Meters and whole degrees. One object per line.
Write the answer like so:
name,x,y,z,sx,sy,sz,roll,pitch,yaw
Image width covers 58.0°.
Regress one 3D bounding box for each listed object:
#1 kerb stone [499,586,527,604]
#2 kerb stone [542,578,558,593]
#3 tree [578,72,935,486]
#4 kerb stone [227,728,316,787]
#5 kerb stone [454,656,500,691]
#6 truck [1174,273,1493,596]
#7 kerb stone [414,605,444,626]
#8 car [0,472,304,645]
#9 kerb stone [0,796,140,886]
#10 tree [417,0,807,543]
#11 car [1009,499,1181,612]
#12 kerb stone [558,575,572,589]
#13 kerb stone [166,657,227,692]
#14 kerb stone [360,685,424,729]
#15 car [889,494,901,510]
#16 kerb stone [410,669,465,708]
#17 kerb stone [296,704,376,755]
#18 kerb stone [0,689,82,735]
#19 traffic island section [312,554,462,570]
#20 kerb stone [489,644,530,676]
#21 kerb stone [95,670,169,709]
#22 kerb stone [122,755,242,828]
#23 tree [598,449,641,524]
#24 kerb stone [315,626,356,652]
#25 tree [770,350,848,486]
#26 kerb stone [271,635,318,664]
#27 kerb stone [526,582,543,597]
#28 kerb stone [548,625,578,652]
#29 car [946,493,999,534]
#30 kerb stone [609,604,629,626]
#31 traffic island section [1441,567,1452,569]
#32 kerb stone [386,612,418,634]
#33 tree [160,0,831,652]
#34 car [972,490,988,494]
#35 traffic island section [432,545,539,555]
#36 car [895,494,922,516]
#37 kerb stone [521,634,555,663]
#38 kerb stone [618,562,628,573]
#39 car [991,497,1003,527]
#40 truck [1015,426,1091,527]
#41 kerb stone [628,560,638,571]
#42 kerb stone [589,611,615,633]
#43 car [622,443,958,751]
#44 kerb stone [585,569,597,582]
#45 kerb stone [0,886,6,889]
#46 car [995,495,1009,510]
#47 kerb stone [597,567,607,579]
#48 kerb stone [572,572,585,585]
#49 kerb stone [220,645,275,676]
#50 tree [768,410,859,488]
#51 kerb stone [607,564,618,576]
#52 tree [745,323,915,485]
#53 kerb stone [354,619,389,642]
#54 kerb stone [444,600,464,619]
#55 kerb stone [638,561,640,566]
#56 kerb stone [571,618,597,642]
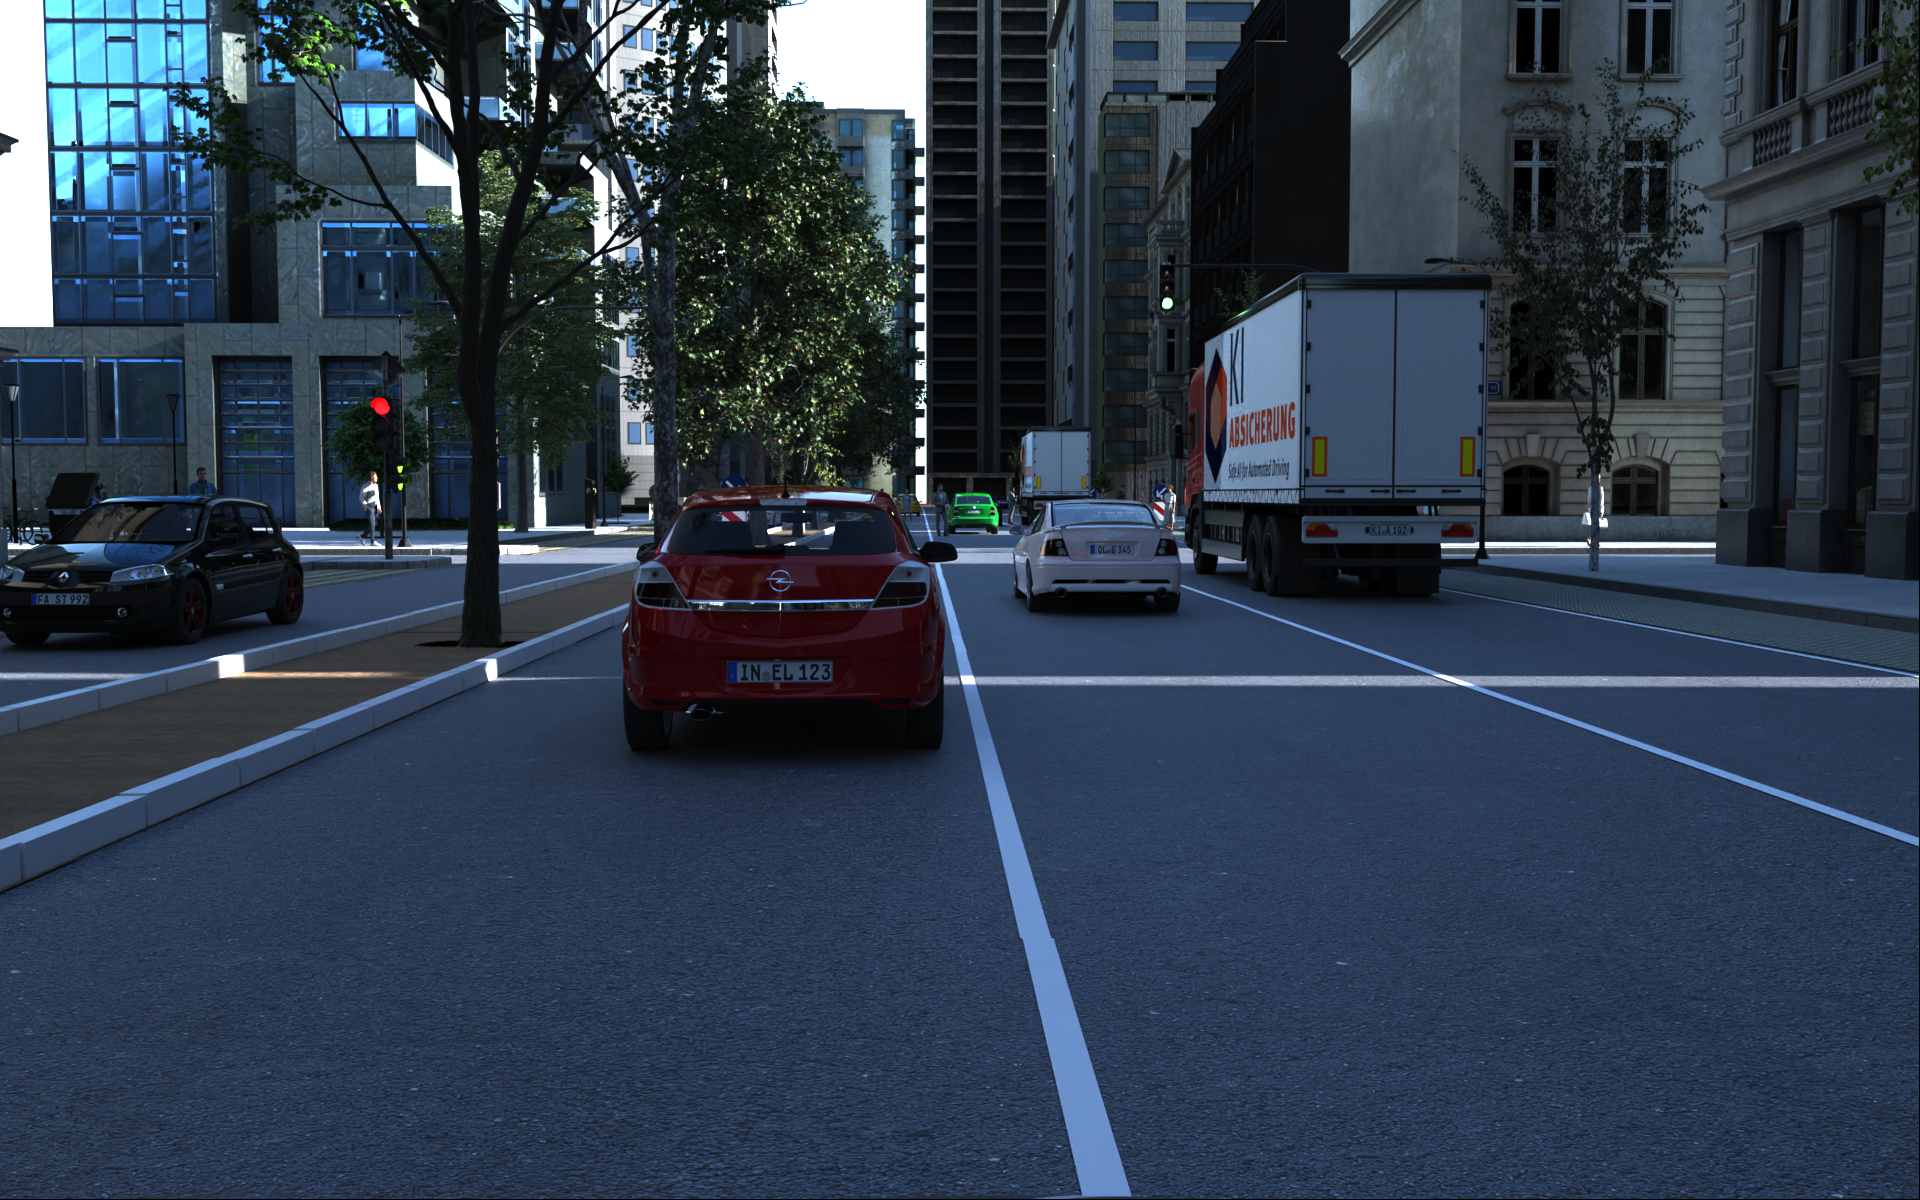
kerb stone,-6.002,-0.057,23.176,0.120,0.150,1.000,0,4,-1
kerb stone,-6.061,-0.185,25.226,0.120,0.150,1.000,0,4,-1
tree,-5.473,-7.777,46.624,9.611,12.733,9.660,0,3,0
kerb stone,-3.577,0.817,8.947,0.120,0.150,1.000,0,4,-1
kerb stone,-3.668,0.560,13.054,0.120,0.150,1.000,0,4,-1
truck,5.438,-2.365,27.581,2.839,4.237,11.283,0,4,-1
kerb stone,-5.912,0.190,19.086,0.120,0.150,1.000,0,4,-1
car,-8.178,-0.486,17.726,2.009,1.686,4.222,0,4,-1
kerb stone,-3.530,0.942,6.904,0.120,0.150,1.000,0,4,-1
tree,-6.017,-10.403,28.433,12.611,20.169,13.585,0,3,0
car,1.708,-0.618,22.466,2.083,1.381,4.827,0,4,-2
kerb stone,-6.078,-0.248,26.253,0.120,0.150,1.000,0,4,-1
kerb stone,-5.761,0.567,12.945,0.120,0.150,1.000,0,4,-1
kerb stone,-3.625,0.684,11.005,0.120,0.150,1.000,0,4,-1
car,-3.924,-4.624,85.831,2.015,1.641,3.980,0,4,0
kerb stone,-3.650,0.622,12.033,0.120,0.150,1.000,0,4,-1
kerb stone,-3.599,0.747,9.978,0.120,0.150,1.000,0,4,-1
kerb stone,-5.721,0.691,10.901,0.120,0.150,1.000,0,4,-1
traffic island section,-11.252,-0.722,34.078,2.009,0.180,2.903,0,4,-1
kerb stone,-3.693,0.498,14.076,0.120,0.150,1.000,0,4,-1
kerb stone,-5.743,0.628,11.923,0.120,0.150,1.000,0,4,-1
kerb stone,-3.554,0.873,7.925,0.120,0.150,1.000,0,4,-1
tree,-14.909,-4.908,74.851,1.663,3.219,1.824,0,3,0
kerb stone,-5.834,0.378,16.010,0.120,0.150,1.000,0,4,-1
tree,-5.805,-6.801,64.015,4.737,8.622,4.395,0,3,0
kerb stone,-5.816,0.441,14.988,0.120,0.150,1.000,0,4,-1
kerb stone,-6.028,-0.123,24.205,0.120,0.150,1.000,0,4,-1
kerb stone,-3.737,0.371,16.122,0.120,0.150,1.000,0,4,-1
car,0.421,-3.336,63.341,1.959,1.807,4.718,0,4,-2
kerb stone,-3.810,0.184,19.191,0.120,0.150,1.000,0,4,-1
traffic island section,8.384,-0.749,34.534,2.009,0.180,2.903,0,4,-1
kerb stone,-5.884,0.258,18.061,0.120,0.150,1.000,0,4,-1
tree,-4.378,-5.356,15.778,9.928,11.665,9.643,0,3,0
car,2.052,-10.820,185.582,2.281,1.827,5.304,0,4,-3
traffic island section,-11.440,-1.210,42.060,2.009,0.180,2.903,0,4,-1
car,-3.455,-6.277,112.856,2.015,1.641,3.980,0,4,-2
kerb stone,-3.719,0.436,15.100,0.120,0.150,1.000,0,4,-1
kerb stone,-6.203,-0.562,31.376,0.120,0.150,1.000,0,4,-1
car,0.972,-3.989,77.803,1.945,1.354,3.894,0,4,-2
truck,4.088,-5.404,77.272,2.839,4.237,11.283,0,4,-1
kerb stone,-6.223,-0.624,32.402,0.120,0.150,1.000,0,4,-1
kerb stone,-3.796,0.247,18.165,0.120,0.150,1.000,0,4,-1
car,-1.063,-0.131,11.188,2.155,1.783,4.494,0,4,-3
kerb stone,-6.136,-0.369,28.310,0.120,0.150,1.000,0,4,-1
kerb stone,-3.509,0.998,5.878,0.120,0.150,1.000,0,4,-1
car,3.364,-7.698,138.440,1.945,1.354,3.894,0,4,-2
kerb stone,-6.167,-0.436,29.331,0.120,0.150,1.000,0,4,-1
kerb stone,-6.106,-0.306,27.279,0.120,0.150,1.000,0,4,-1
kerb stone,-5.792,0.503,13.966,0.120,0.150,1.000,0,4,-1
tree,-6.413,-7.686,78.488,4.360,8.622,3.978,0,3,0
kerb stone,-6.182,-0.499,30.353,0.120,0.150,1.000,0,4,-1
tree,-5.932,-8.187,70.734,8.767,10.594,7.601,0,4,-1
kerb stone,-5.862,0.320,17.039,0.120,0.150,1.000,0,4,-1
kerb stone,-5.938,0.128,20.110,0.120,0.150,1.000,0,4,-1
kerb stone,-6.241,-0.684,33.431,0.120,0.150,1.000,0,4,-1
kerb stone,-3.771,0.311,17.143,0.120,0.150,1.000,0,4,-1
